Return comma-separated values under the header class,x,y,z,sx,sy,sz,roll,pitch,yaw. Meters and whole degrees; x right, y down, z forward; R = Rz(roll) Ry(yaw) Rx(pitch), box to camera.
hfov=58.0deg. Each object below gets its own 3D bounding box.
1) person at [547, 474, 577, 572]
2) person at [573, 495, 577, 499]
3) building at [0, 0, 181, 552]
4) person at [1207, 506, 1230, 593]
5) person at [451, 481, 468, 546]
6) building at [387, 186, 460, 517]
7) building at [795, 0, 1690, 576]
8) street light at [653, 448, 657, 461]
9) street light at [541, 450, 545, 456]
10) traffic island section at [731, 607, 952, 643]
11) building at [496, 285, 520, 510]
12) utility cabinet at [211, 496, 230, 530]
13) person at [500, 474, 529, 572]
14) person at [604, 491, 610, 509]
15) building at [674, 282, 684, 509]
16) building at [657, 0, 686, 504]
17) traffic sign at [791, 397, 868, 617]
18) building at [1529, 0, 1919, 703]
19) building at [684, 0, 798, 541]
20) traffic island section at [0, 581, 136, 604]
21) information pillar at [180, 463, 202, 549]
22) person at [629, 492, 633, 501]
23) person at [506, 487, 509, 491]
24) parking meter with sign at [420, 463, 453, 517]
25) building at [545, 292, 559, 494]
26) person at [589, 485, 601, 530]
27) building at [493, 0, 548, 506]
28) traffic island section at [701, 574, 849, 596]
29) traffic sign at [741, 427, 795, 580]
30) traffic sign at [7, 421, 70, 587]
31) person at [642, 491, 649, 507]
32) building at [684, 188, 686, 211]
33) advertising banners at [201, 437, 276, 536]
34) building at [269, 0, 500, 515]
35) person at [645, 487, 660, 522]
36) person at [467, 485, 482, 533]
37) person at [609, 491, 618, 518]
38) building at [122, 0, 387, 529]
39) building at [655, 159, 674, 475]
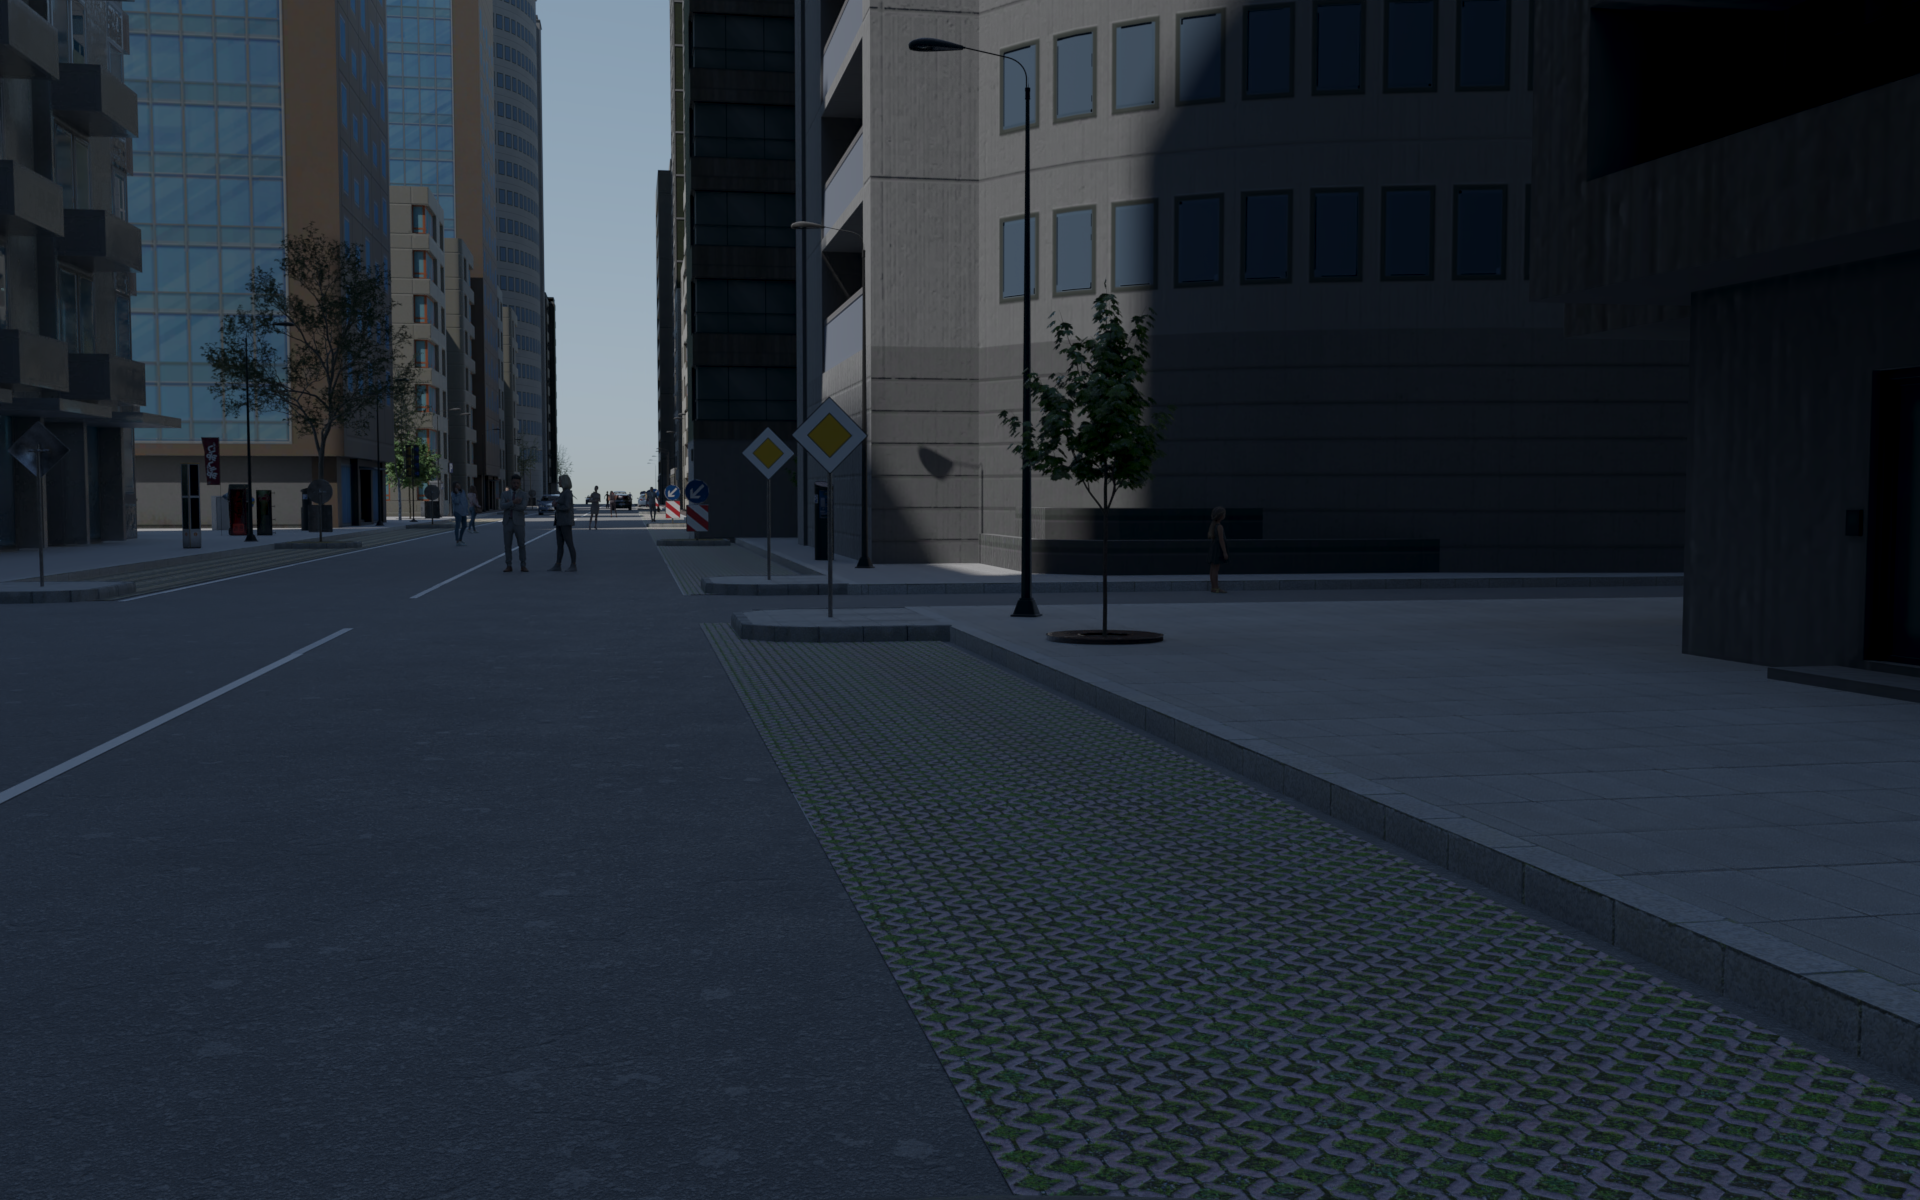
class,x,y,z,sx,sy,sz,roll,pitch,yaw
person,-7.359,-1.428,32.030,0.526,1.800,0.537,-1,4,-21
person,-33.543,-8.548,149.084,1.217,1.723,0.721,-2,4,-24
building,-30.776,-25.359,34.236,23.786,49.044,30.456,-1,4,-11
person,3.749,-0.727,25.059,0.373,1.253,0.362,0,4,-7
person,-13.879,-2.401,48.017,0.793,1.790,0.793,-1,4,-10
building,-46.155,-16.162,109.295,27.650,21.520,28.899,-1,4,-11
building,11.289,-30.271,36.937,28.212,58.520,21.231,-1,4,-11
street light,-31.877,-13.026,185.517,1.470,5.913,1.316,-1,4,-11
street light,-44.188,-12.711,180.360,1.470,5.913,1.316,-1,4,-11
traffic island section,-1.331,0.258,18.056,2.009,0.180,2.903,-1,4,-11
building,-53.929,-18.787,152.201,27.650,21.520,28.899,-1,4,-11
utility cabinet,-26.163,-3.093,61.735,0.306,1.237,1.020,2,4,27
person,-8.191,-1.416,31.834,0.511,1.800,0.466,-1,4,-22
person,-34.426,-9.802,169.482,1.217,1.735,0.721,3,4,37
building,-9.092,-18.203,142.666,27.650,21.520,28.899,-1,4,-11
building,-29.181,-48.151,225.514,20.563,71.187,20.611,-1,4,-11
traffic sign,-1.353,-0.877,17.974,0.795,2.450,0.064,-1,4,-11
building,11.583,-14.643,11.113,14.160,30.474,14.107,-1,4,-11
building,-2.147,-17.490,57.666,14.160,30.474,14.107,-1,4,-11
traffic island section,-12.746,-0.106,24.011,2.009,0.180,2.903,-1,4,-11
information pillar,-18.138,-2.224,40.852,0.304,2.012,0.304,2,4,32
person,-45.577,-14.067,239.433,0.756,1.711,0.436,1,4,17
person,-24.785,-5.301,95.188,0.660,1.820,0.620,-1,4,-13
parking meter with sign,-29.403,-6.175,97.218,1.738,3.016,0.543,0,4,3
building,-64.000,-28.821,242.923,14.160,30.474,14.107,-1,4,-11
person,-14.694,-3.724,69.729,0.599,1.781,0.374,-2,4,-34
building,-57.122,-39.656,190.374,21.231,58.520,28.212,-1,4,-11
traffic island section,-2.834,-0.221,25.899,2.009,0.180,2.903,-1,4,-11
traffic sign,-2.855,-1.356,25.817,0.795,2.450,0.064,-1,4,-11
traffic sign,-12.725,-1.242,23.954,0.795,2.450,0.064,-1,4,-11
person,-33.370,-10.790,185.016,1.348,1.812,0.705,1,4,20
building,0.407,-14.885,88.409,27.650,21.520,28.899,-1,4,-11
advertising banners,-22.220,-3.496,53.340,2.074,3.025,0.090,-1,4,-15
building,-42.907,-29.454,131.680,14.600,45.320,14.200,-1,4,-11
person,-15.757,-4.905,88.817,0.709,1.813,0.853,-1,4,-20
person,-17.807,-3.313,63.255,0.593,1.750,0.643,3,5,43
person,-21.152,-5.850,105.614,0.415,1.643,0.593,3,4,38
building,-31.128,-25.634,69.226,14.600,45.320,14.200,-1,4,-11
building,-32.336,-38.151,247.477,21.300,48.544,21.600,-1,4,-11
